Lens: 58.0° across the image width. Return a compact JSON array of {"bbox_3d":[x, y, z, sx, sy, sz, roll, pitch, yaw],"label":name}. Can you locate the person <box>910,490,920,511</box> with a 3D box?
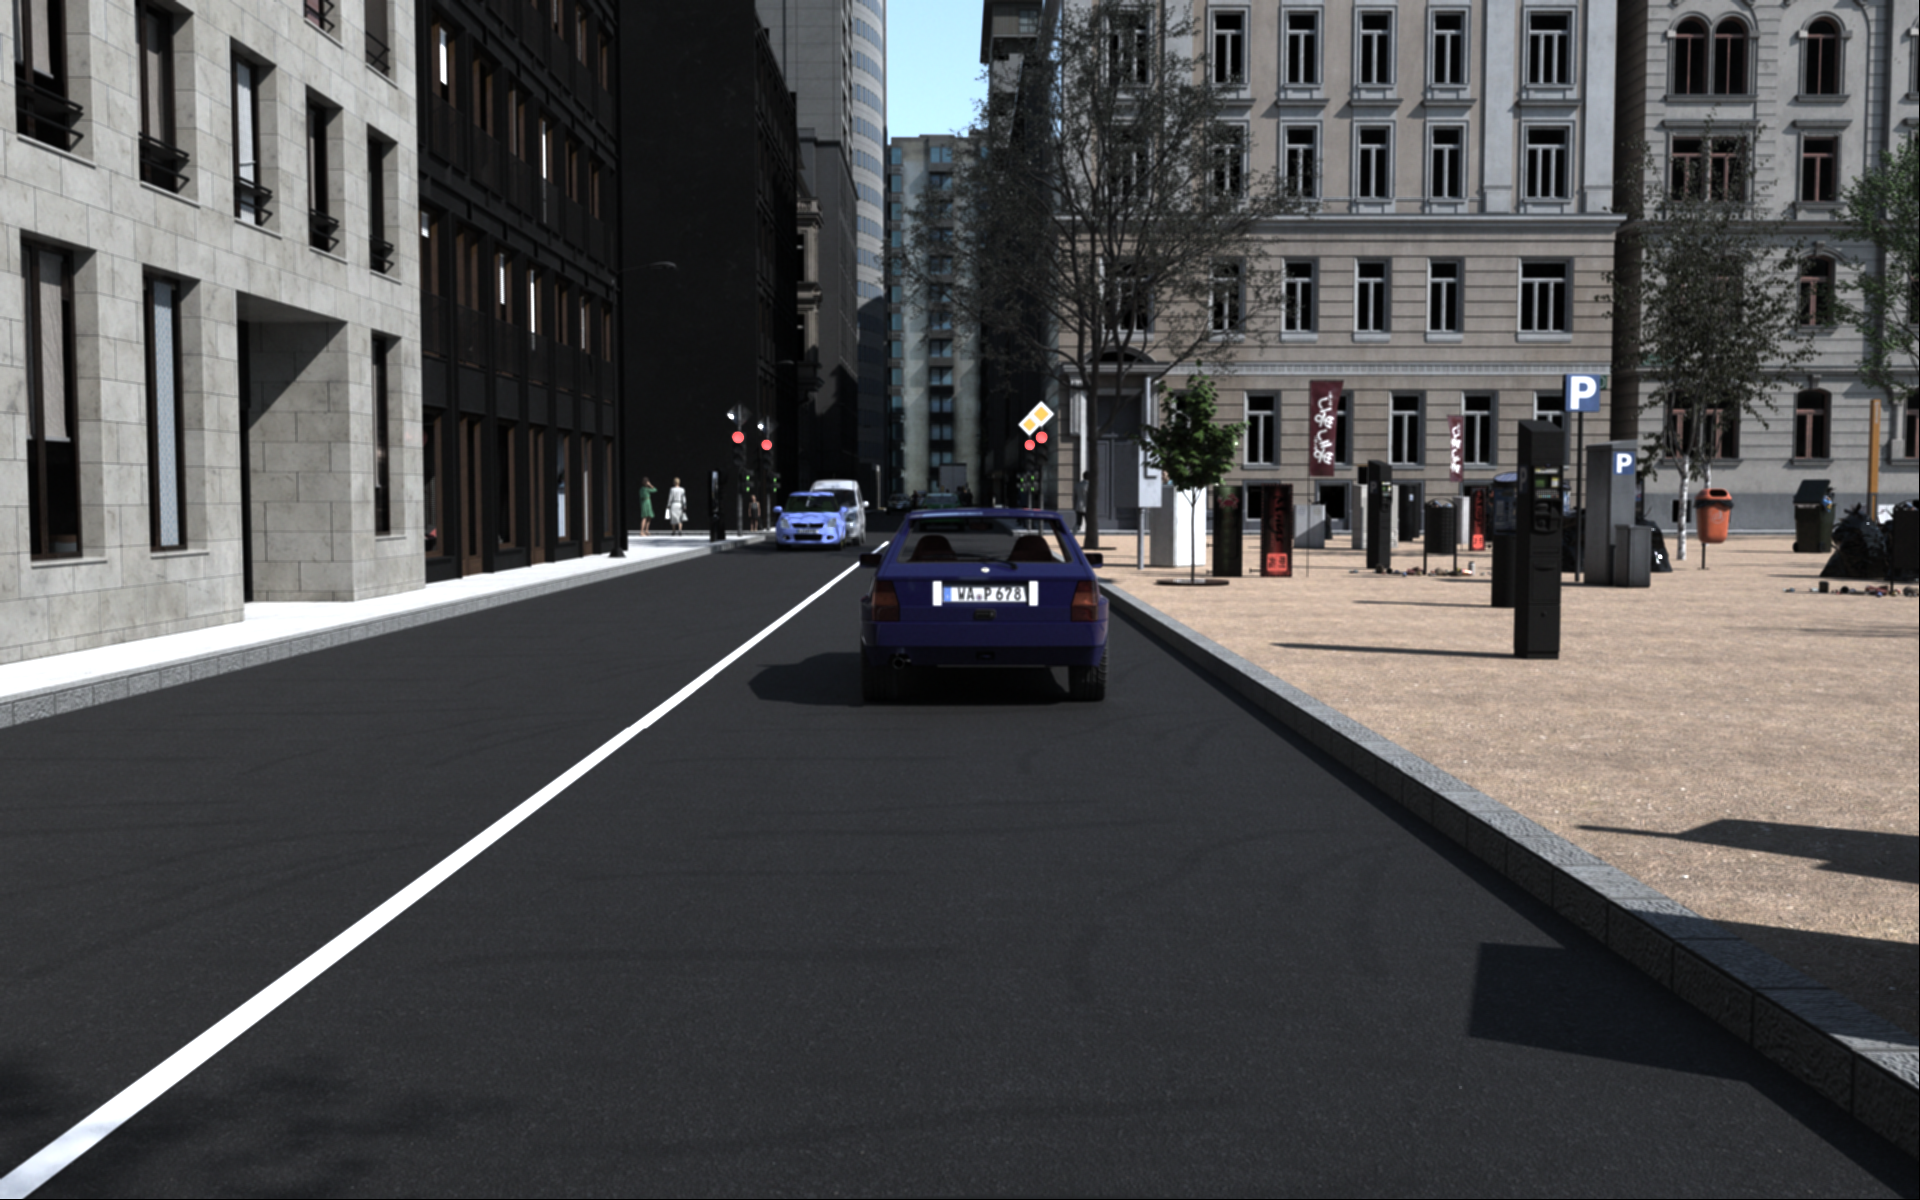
[{"bbox_3d":[-3.660,-7.882,138.054,1.217,1.739,0.721,2,4,33],"label":"person"}]

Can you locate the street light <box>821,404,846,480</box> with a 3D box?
[{"bbox_3d":[-6.586,-7.144,89.349,1.470,5.913,1.316,0,4,0],"label":"street light"}]

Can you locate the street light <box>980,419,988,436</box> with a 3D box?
[{"bbox_3d":[2.135,-8.211,106.791,1.470,5.913,1.316,0,4,0],"label":"street light"}]

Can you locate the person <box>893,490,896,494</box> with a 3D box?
[{"bbox_3d":[-5.058,-7.805,136.835,0.721,1.735,1.217,1,4,9],"label":"person"}]

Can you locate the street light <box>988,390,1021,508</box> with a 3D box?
[{"bbox_3d":[2.142,-6.433,77.719,1.470,5.913,1.316,0,4,0],"label":"street light"}]

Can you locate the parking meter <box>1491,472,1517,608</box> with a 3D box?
[{"bbox_3d":[6.225,-0.686,19.620,0.372,1.533,0.369,0,3,0],"label":"parking meter"}]

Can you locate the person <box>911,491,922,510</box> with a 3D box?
[{"bbox_3d":[-3.835,-8.734,151.828,1.217,1.766,0.721,2,4,33],"label":"person"}]

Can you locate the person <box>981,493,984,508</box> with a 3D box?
[{"bbox_3d":[2.114,-9.540,165.276,0.557,1.426,1.065,0,4,-6],"label":"person"}]

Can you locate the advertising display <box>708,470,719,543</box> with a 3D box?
[{"bbox_3d":[-6.570,-2.504,46.153,0.123,1.923,0.974,0,4,1],"label":"advertising display"}]

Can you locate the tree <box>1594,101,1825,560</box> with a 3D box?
[{"bbox_3d":[14.277,-5.096,33.687,4.360,8.622,3.978,0,3,0],"label":"tree"}]

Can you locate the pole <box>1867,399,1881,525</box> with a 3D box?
[{"bbox_3d":[19.726,-2.665,37.415,0.158,3.312,0.155,0,3,0],"label":"pole"}]

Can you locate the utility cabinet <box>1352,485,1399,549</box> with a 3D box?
[{"bbox_3d":[9.636,-1.925,40.156,1.173,1.500,0.318,-2,4,-31],"label":"utility cabinet"}]

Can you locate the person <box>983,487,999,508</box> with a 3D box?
[{"bbox_3d":[2.555,-8.366,142.797,1.348,1.831,0.705,-1,4,-9],"label":"person"}]

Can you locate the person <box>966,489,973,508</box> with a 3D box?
[{"bbox_3d":[0.674,-7.252,127.035,0.622,1.834,0.822,1,4,9],"label":"person"}]

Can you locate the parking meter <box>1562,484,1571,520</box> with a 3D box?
[{"bbox_3d":[13.352,-1.836,38.435,0.372,1.533,0.369,0,3,0],"label":"parking meter"}]

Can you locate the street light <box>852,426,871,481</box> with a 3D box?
[{"bbox_3d":[-6.753,-8.887,117.846,1.470,5.913,1.316,0,4,0],"label":"street light"}]

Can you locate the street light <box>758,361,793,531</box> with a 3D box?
[{"bbox_3d":[-6.506,-5.382,60.530,1.470,5.913,1.316,0,4,0],"label":"street light"}]

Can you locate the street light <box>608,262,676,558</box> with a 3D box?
[{"bbox_3d":[-6.399,-3.812,34.867,1.470,5.913,1.316,0,4,0],"label":"street light"}]

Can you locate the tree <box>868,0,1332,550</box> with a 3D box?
[{"bbox_3d":[3.181,-7.911,39.711,12.009,13.543,11.850,0,3,0],"label":"tree"}]

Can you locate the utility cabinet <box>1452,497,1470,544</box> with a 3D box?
[{"bbox_3d":[13.139,-2.051,44.700,1.020,1.237,0.306,-3,4,-37],"label":"utility cabinet"}]

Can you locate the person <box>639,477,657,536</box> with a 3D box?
[{"bbox_3d":[-9.622,-2.853,52.943,0.600,1.795,0.529,3,4,38],"label":"person"}]

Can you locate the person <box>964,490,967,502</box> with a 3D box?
[{"bbox_3d":[0.434,-8.785,152.163,1.348,1.821,0.705,2,4,31],"label":"person"}]

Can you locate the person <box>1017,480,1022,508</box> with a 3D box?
[{"bbox_3d":[2.578,-3.885,69.430,0.748,1.841,0.638,0,4,-4],"label":"person"}]

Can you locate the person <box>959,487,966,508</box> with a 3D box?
[{"bbox_3d":[0.017,-4.314,79.438,0.834,1.777,0.661,1,4,8],"label":"person"}]

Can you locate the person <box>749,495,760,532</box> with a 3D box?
[{"bbox_3d":[-7.034,-2.968,59.235,0.362,1.253,0.373,0,4,-3],"label":"person"}]

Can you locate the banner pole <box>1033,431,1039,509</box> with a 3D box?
[{"bbox_3d":[2.688,-4.379,61.607,0.401,3.779,0.863,-1,4,-15],"label":"banner pole"}]

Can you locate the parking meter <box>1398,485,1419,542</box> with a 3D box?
[{"bbox_3d":[12.073,-2.353,46.885,0.372,1.533,0.369,0,3,0],"label":"parking meter"}]

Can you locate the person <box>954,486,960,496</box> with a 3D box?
[{"bbox_3d":[-0.191,-4.977,89.716,0.795,1.843,0.661,-2,4,-33],"label":"person"}]

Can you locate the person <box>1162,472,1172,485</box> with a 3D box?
[{"bbox_3d":[4.285,-1.760,34.830,0.620,1.820,0.660,-3,4,-39],"label":"person"}]

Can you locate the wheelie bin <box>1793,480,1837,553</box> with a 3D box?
[{"bbox_3d":[18.685,-1.834,37.901,0.693,1.594,0.980,-2,4,-31],"label":"wheelie bin"}]

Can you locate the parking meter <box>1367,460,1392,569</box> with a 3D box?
[{"bbox_3d":[7.183,-1.465,29.656,0.255,1.863,0.399,-2,4,-25],"label":"parking meter"}]

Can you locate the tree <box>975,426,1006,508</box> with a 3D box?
[{"bbox_3d":[3.563,-11.704,141.719,4.737,8.622,4.395,0,3,0],"label":"tree"}]

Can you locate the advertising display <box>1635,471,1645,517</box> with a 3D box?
[{"bbox_3d":[18.401,-2.610,47.893,0.974,1.923,0.123,3,4,39],"label":"advertising display"}]

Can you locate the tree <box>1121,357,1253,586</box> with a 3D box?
[{"bbox_3d":[3.382,-1.824,24.423,1.663,3.219,1.824,0,3,0],"label":"tree"}]

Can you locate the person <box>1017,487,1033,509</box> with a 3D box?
[{"bbox_3d":[2.526,-3.635,65.660,0.721,1.800,0.419,2,4,25],"label":"person"}]

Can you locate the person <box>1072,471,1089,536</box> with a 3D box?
[{"bbox_3d":[2.946,-2.191,41.714,0.661,1.843,0.795,3,5,44],"label":"person"}]

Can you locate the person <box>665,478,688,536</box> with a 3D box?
[{"bbox_3d":[-8.691,-2.849,52.972,0.694,1.780,0.624,0,4,-3],"label":"person"}]

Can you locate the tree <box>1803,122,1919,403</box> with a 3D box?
[{"bbox_3d":[27.246,-7.431,47.259,9.928,11.665,9.643,0,3,0],"label":"tree"}]

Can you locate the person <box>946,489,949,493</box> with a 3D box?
[{"bbox_3d":[-0.834,-7.258,127.506,0.599,1.781,0.374,0,4,6],"label":"person"}]

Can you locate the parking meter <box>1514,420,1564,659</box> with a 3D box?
[{"bbox_3d":[4.520,-0.478,13.525,0.255,1.863,0.399,0,4,-1],"label":"parking meter"}]

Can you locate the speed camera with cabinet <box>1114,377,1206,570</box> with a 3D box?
[{"bbox_3d":[3.484,-2.185,30.064,0.660,3.252,2.038,3,5,41],"label":"speed camera with cabinet"}]
